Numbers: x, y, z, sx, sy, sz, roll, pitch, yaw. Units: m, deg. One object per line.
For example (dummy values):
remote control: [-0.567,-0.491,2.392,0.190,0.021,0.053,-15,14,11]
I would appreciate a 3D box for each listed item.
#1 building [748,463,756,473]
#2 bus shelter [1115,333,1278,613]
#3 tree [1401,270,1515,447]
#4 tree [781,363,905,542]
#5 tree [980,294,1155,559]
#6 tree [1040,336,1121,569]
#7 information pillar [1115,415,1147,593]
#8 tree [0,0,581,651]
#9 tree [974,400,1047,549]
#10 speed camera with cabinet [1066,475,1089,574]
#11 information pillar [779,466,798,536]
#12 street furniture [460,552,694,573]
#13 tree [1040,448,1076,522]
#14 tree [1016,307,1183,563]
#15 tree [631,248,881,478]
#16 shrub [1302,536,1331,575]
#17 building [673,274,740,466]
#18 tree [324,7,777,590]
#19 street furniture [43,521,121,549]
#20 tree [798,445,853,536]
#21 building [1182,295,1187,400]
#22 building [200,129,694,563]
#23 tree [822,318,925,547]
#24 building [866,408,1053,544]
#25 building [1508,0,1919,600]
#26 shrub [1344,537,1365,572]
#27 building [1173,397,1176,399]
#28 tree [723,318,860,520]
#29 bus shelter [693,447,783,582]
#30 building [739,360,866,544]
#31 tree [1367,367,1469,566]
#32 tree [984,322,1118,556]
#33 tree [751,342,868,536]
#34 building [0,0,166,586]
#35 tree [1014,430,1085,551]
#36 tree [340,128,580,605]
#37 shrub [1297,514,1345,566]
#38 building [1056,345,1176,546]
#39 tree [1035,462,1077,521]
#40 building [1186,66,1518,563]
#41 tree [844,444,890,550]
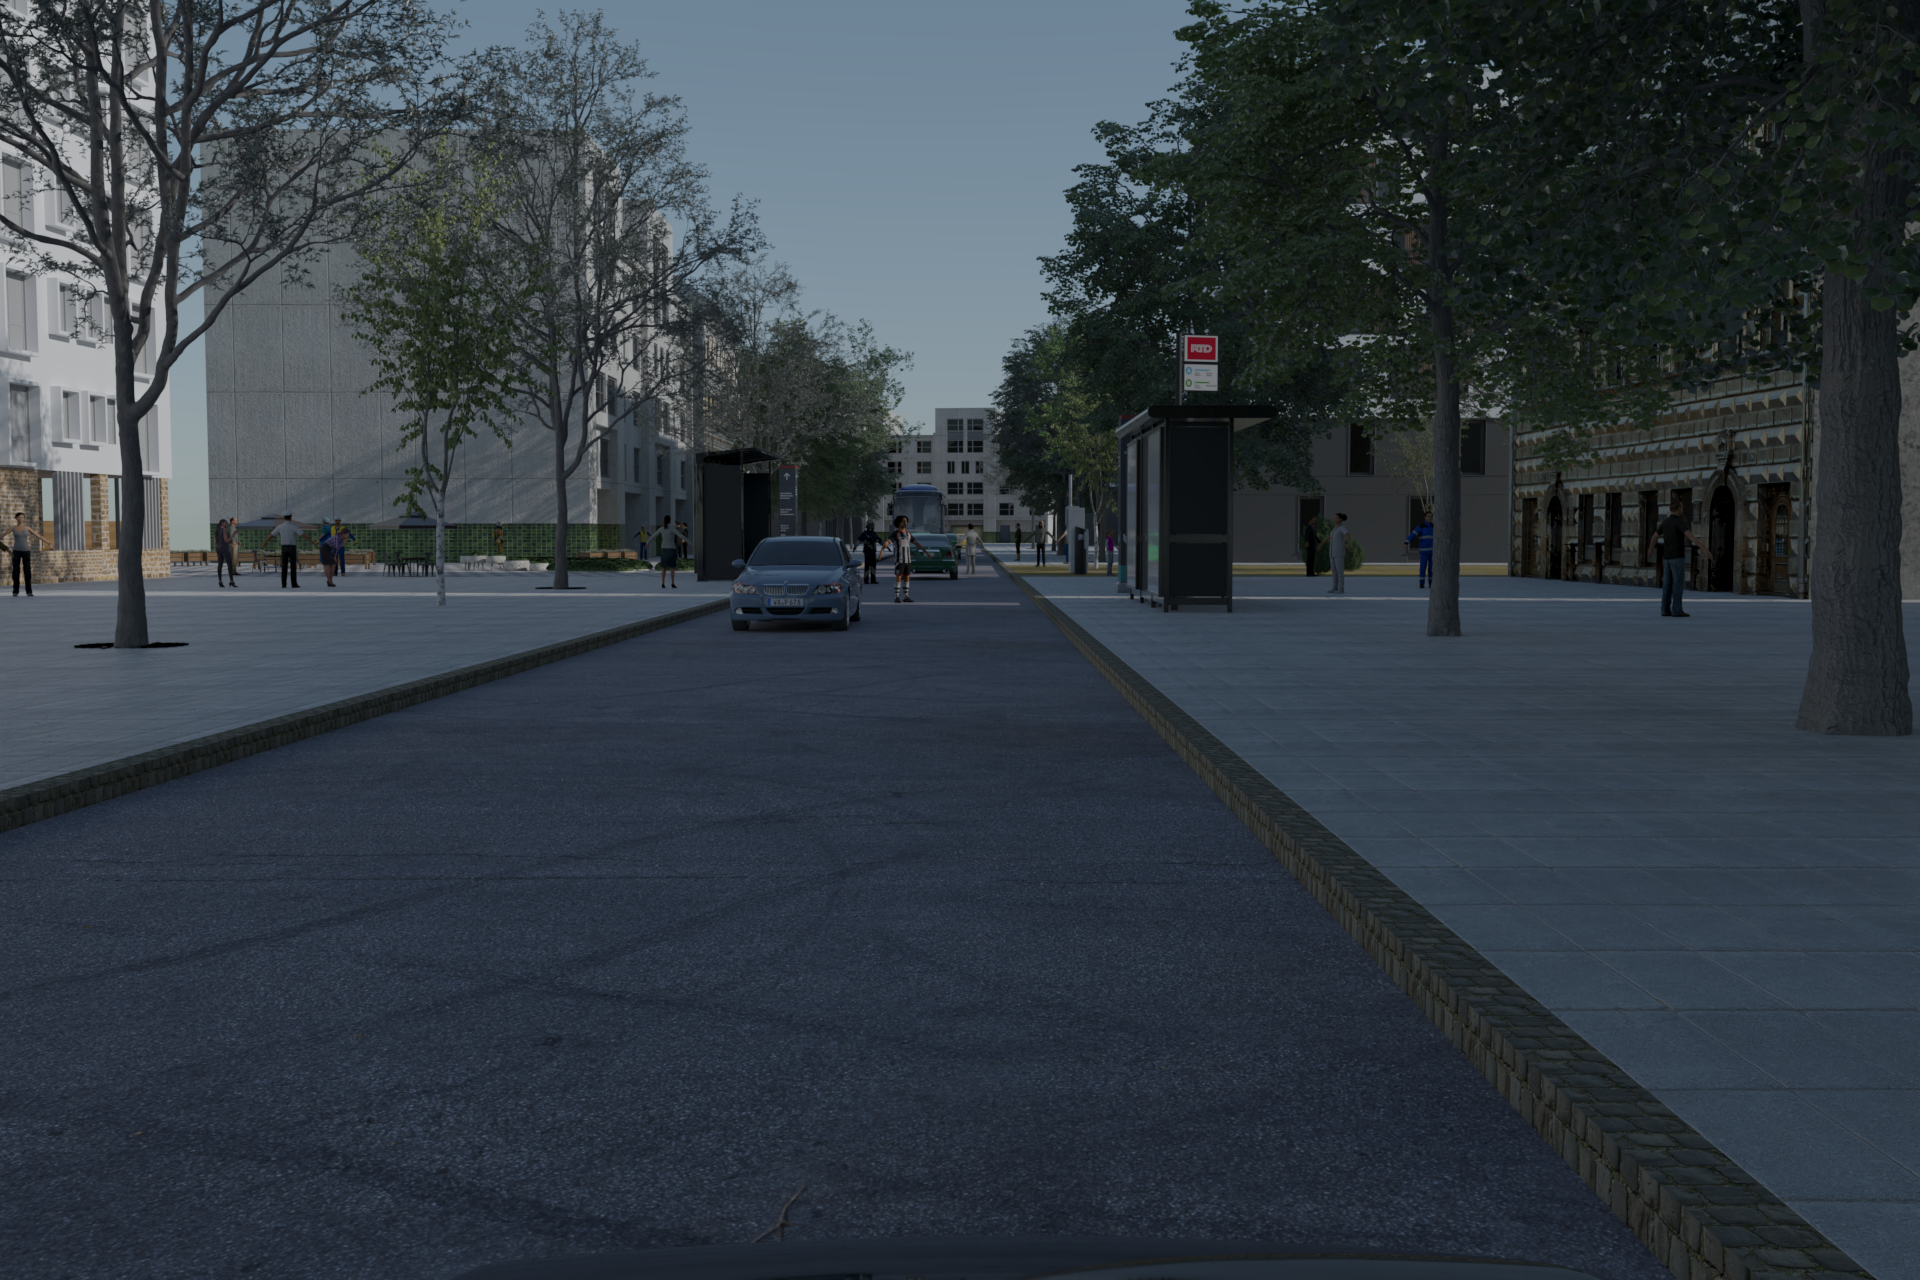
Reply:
building: [-25.794,-14.838,184.743,9.099,9.664,28.070,0,4,0]
bus shelter: [4.126,-3.349,32.392,2.179,5.291,8.768,0,3,0]
tree: [20.640,-9.198,60.755,12.009,13.543,11.850,0,3,0]
tree: [-8.747,-13.440,126.394,9.857,13.997,8.962,0,3,0]
tree: [6.145,-10.901,88.594,12.009,13.543,11.850,0,3,0]
tree: [5.015,-6.926,63.607,4.737,8.622,4.395,0,3,0]
information pillar: [3.808,-2.971,37.957,0.750,3.857,0.750,0,4,0]
tree: [-9.228,-6.658,19.220,12.009,13.543,11.850,0,3,0]
tree: [6.260,-14.616,149.333,12.009,13.543,11.850,0,3,0]
speed camera with cabinet: [3.874,-3.838,57.084,0.660,3.252,2.038,0,4,-1]
information pillar: [-6.512,-4.671,65.747,0.750,3.857,0.750,0,4,2]
street furniture: [-13.042,-2.785,61.165,10.072,0.657,5.734,3,4,37]
tree: [7.178,-10.502,122.066,4.737,8.622,4.395,0,3,0]
tree: [6.385,-9.305,77.888,9.928,11.665,9.643,0,3,0]
tree: [-8.578,-9.994,73.772,12.009,13.543,11.850,0,3,0]
shrub: [11.254,-2.642,54.317,1.383,1.207,1.383,0,3,0]
building: [-25.882,-17.782,121.672,19.493,23.208,18.063,0,4,0]
tree: [-9.146,-7.926,39.968,12.009,13.543,11.850,0,3,0]
street furniture: [-32.447,-3.100,57.538,11.010,1.723,9.812,3,5,40]
tree: [-8.995,-9.863,111.618,4.737,8.622,4.395,0,3,0]
building: [21.687,-16.658,128.781,16.016,20.090,11.380,0,4,0]
building: [-24.849,-13.778,91.730,16.747,18.905,31.486,0,4,0]
tree: [-9.357,-18.282,154.801,12.611,20.169,13.585,0,3,0]
building: [-2.374,-23.263,249.261,31.486,18.905,16.747,0,4,7]
building: [25.700,-12.919,42.158,19.493,23.208,18.063,0,4,0]
shrub: [13.346,-2.942,59.210,1.383,1.207,1.383,0,3,0]
building: [25.137,-20.042,184.101,16.016,20.090,11.380,0,4,0]
tree: [-9.097,-10.561,90.807,7.486,12.596,7.792,0,3,0]
bus shelter: [-6.306,-3.581,49.824,1.731,3.624,6.357,0,4,1]
building: [-26.643,-22.997,219.983,27.936,21.610,32.646,0,4,0]
tree: [19.319,-7.342,70.396,4.360,8.622,3.978,0,3,0]
tree: [6.168,-12.036,103.437,9.857,13.997,8.962,0,3,0]
tree: [-9.187,-11.172,100.783,7.486,12.596,7.792,0,3,0]
building: [-28.597,-11.136,38.501,16.016,20.090,11.380,0,4,-1]
tree: [7.198,-12.473,129.683,9.928,11.665,9.643,0,3,0]
tree: [-9.231,-4.940,31.128,4.737,8.622,4.395,0,3,0]
shrub: [12.847,-3.499,61.620,1.690,2.028,1.600,0,3,0]
building: [25.139,-22.001,203.692,27.936,21.610,32.646,0,4,0]
tree: [6.556,-10.107,115.609,4.360,8.622,3.978,0,3,0]
building: [25.669,-15.193,92.378,27.936,21.610,32.646,0,4,0]
tree: [-9.249,-12.711,142.238,7.601,10.594,8.767,-2,4,-27]
